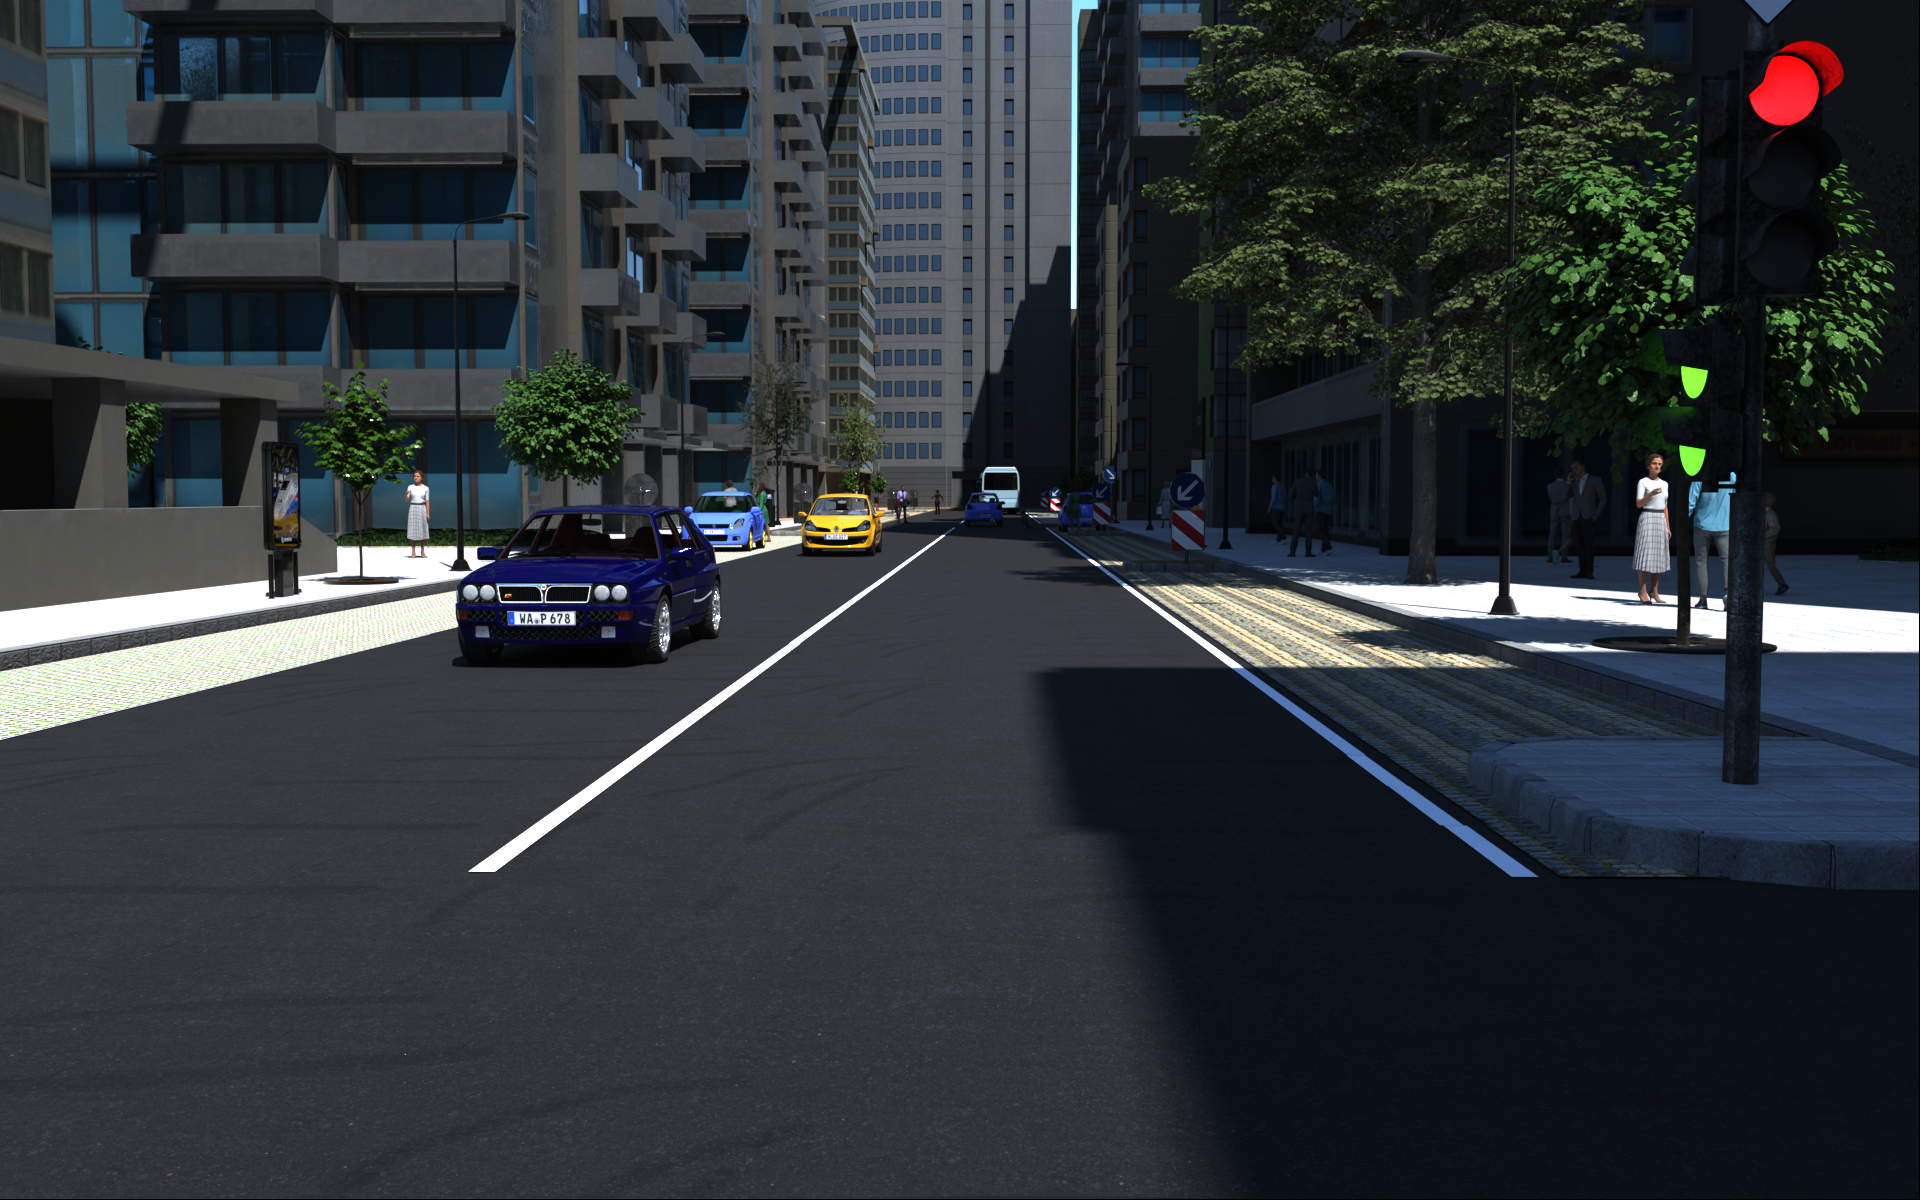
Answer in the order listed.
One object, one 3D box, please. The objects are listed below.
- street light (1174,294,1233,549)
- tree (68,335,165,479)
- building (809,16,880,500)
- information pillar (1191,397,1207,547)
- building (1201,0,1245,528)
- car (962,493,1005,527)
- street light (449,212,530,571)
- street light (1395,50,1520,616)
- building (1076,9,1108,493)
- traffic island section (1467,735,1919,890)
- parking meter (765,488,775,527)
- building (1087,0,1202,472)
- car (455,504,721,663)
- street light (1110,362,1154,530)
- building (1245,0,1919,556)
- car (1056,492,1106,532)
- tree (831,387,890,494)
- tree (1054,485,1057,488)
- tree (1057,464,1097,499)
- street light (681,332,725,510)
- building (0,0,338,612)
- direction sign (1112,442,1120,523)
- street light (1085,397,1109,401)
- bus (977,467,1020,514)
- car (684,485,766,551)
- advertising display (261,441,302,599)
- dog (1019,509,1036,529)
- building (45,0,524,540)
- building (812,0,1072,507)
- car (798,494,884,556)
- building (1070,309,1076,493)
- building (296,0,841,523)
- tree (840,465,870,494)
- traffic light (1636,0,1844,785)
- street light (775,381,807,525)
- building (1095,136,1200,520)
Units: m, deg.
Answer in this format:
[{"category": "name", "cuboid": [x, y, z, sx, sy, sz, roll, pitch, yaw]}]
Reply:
[{"category": "street light", "cuboid": [5.647, -4.139, 40.217, 1.470, 5.913, 1.316, 0, 4, 1]}, {"category": "tree", "cuboid": [-18.152, -3.201, 36.052, 4.285, 4.588, 4.351, 0, 3, 0]}, {"category": "building", "cuboid": [-18.961, -27.515, 141.754, 23.993, 40.220, 32.217, 0, 4, 1]}, {"category": "information pillar", "cuboid": [5.790, -3.101, 42.054, 0.183, 3.616, 0.504, -2, 4, -26]}, {"category": "building", "cuboid": [16.701, -23.677, 70.722, 14.154, 41.232, 14.086, 0, 4, 1]}, {"category": "car", "cuboid": [1.060, -4.153, 77.489, 1.945, 1.707, 3.694, 0, 4, 0]}, {"category": "street light", "cuboid": [-7.787, -3.434, 28.694, 1.470, 5.913, 1.316, 0, 4, 1]}, {"category": "street light", "cuboid": [5.253, -2.798, 18.293, 1.470, 5.913, 1.316, 0, 4, 1]}, {"category": "building", "cuboid": [17.056, -28.536, 150.162, 14.154, 41.232, 14.086, 0, 4, 1]}, {"category": "traffic island section", "cuboid": [3.495, 0.891, 7.711, 2.009, 0.180, 2.903, 0, 4, 1]}, {"category": "parking meter", "cuboid": [-7.336, -3.582, 66.982, 0.372, 1.533, 0.369, 0, 3, 0]}, {"category": "building", "cuboid": [21.573, -31.025, 126.860, 23.786, 49.044, 30.456, 0, 4, 1]}, {"category": "car", "cuboid": [-3.311, -0.204, 15.923, 1.945, 1.354, 3.894, 0, 4, 2]}, {"category": "street light", "cuboid": [6.182, -5.421, 61.169, 1.470, 5.913, 1.316, 0, 4, 1]}, {"category": "building", "cuboid": [19.762, -25.745, 44.625, 21.300, 48.544, 21.600, 0, 4, 1]}, {"category": "car", "cuboid": [4.630, -3.448, 65.966, 1.945, 1.707, 3.694, 0, 4, 0]}, {"category": "tree", "cuboid": [-7.056, -10.353, 119.634, 4.737, 8.622, 4.395, 0, 3, 0]}, {"category": "tree", "cuboid": [8.844, -9.421, 148.639, 1.663, 3.219, 1.824, 0, 3, 0]}, {"category": "tree", "cuboid": [7.917, -7.468, 116.696, 1.663, 3.219, 1.824, 0, 3, 0]}, {"category": "street light", "cuboid": [-7.440, -4.724, 49.785, 1.470, 5.913, 1.316, 0, 4, 1]}, {"category": "building", "cuboid": [-26.485, -20.109, 20.662, 32.217, 40.220, 23.993, 0, 4, 1]}, {"category": "direction sign", "cuboid": [6.859, -5.140, 76.038, 0.379, 3.537, 0.876, 0, 4, 7]}, {"category": "street light", "cuboid": [6.673, -6.737, 82.690, 1.470, 5.913, 1.316, 0, 4, 1]}, {"category": "bus", "cuboid": [2.749, -7.948, 124.817, 2.948, 3.499, 13.247, 0, 4, 0]}, {"category": "car", "cuboid": [-5.988, -2.113, 44.135, 1.945, 1.707, 3.694, 0, 4, 1]}, {"category": "advertising display", "cuboid": [-8.463, -1.004, 21.633, 0.123, 1.923, 0.974, 0, 4, -2]}, {"category": "dog", "cuboid": [2.873, -3.355, 71.696, 0.800, 0.831, 0.513, 1, 4, 15]}, {"category": "building", "cuboid": [-21.392, -26.949, 60.233, 23.786, 49.044, 30.456, 0, 4, 1]}, {"category": "building", "cuboid": [-3.060, -38.837, 176.987, 28.212, 58.520, 21.231, 0, 4, 1]}, {"category": "car", "cuboid": [-2.787, -1.898, 41.254, 2.015, 1.641, 3.980, 0, 4, 1]}, {"category": "building", "cuboid": [25.989, -20.570, 181.360, 28.899, 21.520, 27.650, 0, 4, 1]}, {"category": "building", "cuboid": [-19.435, -29.249, 97.830, 23.786, 49.044, 30.456, 0, 4, 1]}, {"category": "tree", "cuboid": [-7.159, -7.416, 115.849, 1.663, 3.219, 1.824, 0, 3, 0]}, {"category": "traffic light", "cuboid": [3.456, -1.142, 7.598, 0.839, 4.253, 0.868, 0, 4, 1]}, {"category": "street light", "cuboid": [-6.957, -6.024, 71.040, 1.470, 5.913, 1.316, 0, 4, 1]}, {"category": "building", "cuboid": [22.324, -15.471, 97.995, 27.650, 21.520, 28.899, 0, 4, 1]}]
